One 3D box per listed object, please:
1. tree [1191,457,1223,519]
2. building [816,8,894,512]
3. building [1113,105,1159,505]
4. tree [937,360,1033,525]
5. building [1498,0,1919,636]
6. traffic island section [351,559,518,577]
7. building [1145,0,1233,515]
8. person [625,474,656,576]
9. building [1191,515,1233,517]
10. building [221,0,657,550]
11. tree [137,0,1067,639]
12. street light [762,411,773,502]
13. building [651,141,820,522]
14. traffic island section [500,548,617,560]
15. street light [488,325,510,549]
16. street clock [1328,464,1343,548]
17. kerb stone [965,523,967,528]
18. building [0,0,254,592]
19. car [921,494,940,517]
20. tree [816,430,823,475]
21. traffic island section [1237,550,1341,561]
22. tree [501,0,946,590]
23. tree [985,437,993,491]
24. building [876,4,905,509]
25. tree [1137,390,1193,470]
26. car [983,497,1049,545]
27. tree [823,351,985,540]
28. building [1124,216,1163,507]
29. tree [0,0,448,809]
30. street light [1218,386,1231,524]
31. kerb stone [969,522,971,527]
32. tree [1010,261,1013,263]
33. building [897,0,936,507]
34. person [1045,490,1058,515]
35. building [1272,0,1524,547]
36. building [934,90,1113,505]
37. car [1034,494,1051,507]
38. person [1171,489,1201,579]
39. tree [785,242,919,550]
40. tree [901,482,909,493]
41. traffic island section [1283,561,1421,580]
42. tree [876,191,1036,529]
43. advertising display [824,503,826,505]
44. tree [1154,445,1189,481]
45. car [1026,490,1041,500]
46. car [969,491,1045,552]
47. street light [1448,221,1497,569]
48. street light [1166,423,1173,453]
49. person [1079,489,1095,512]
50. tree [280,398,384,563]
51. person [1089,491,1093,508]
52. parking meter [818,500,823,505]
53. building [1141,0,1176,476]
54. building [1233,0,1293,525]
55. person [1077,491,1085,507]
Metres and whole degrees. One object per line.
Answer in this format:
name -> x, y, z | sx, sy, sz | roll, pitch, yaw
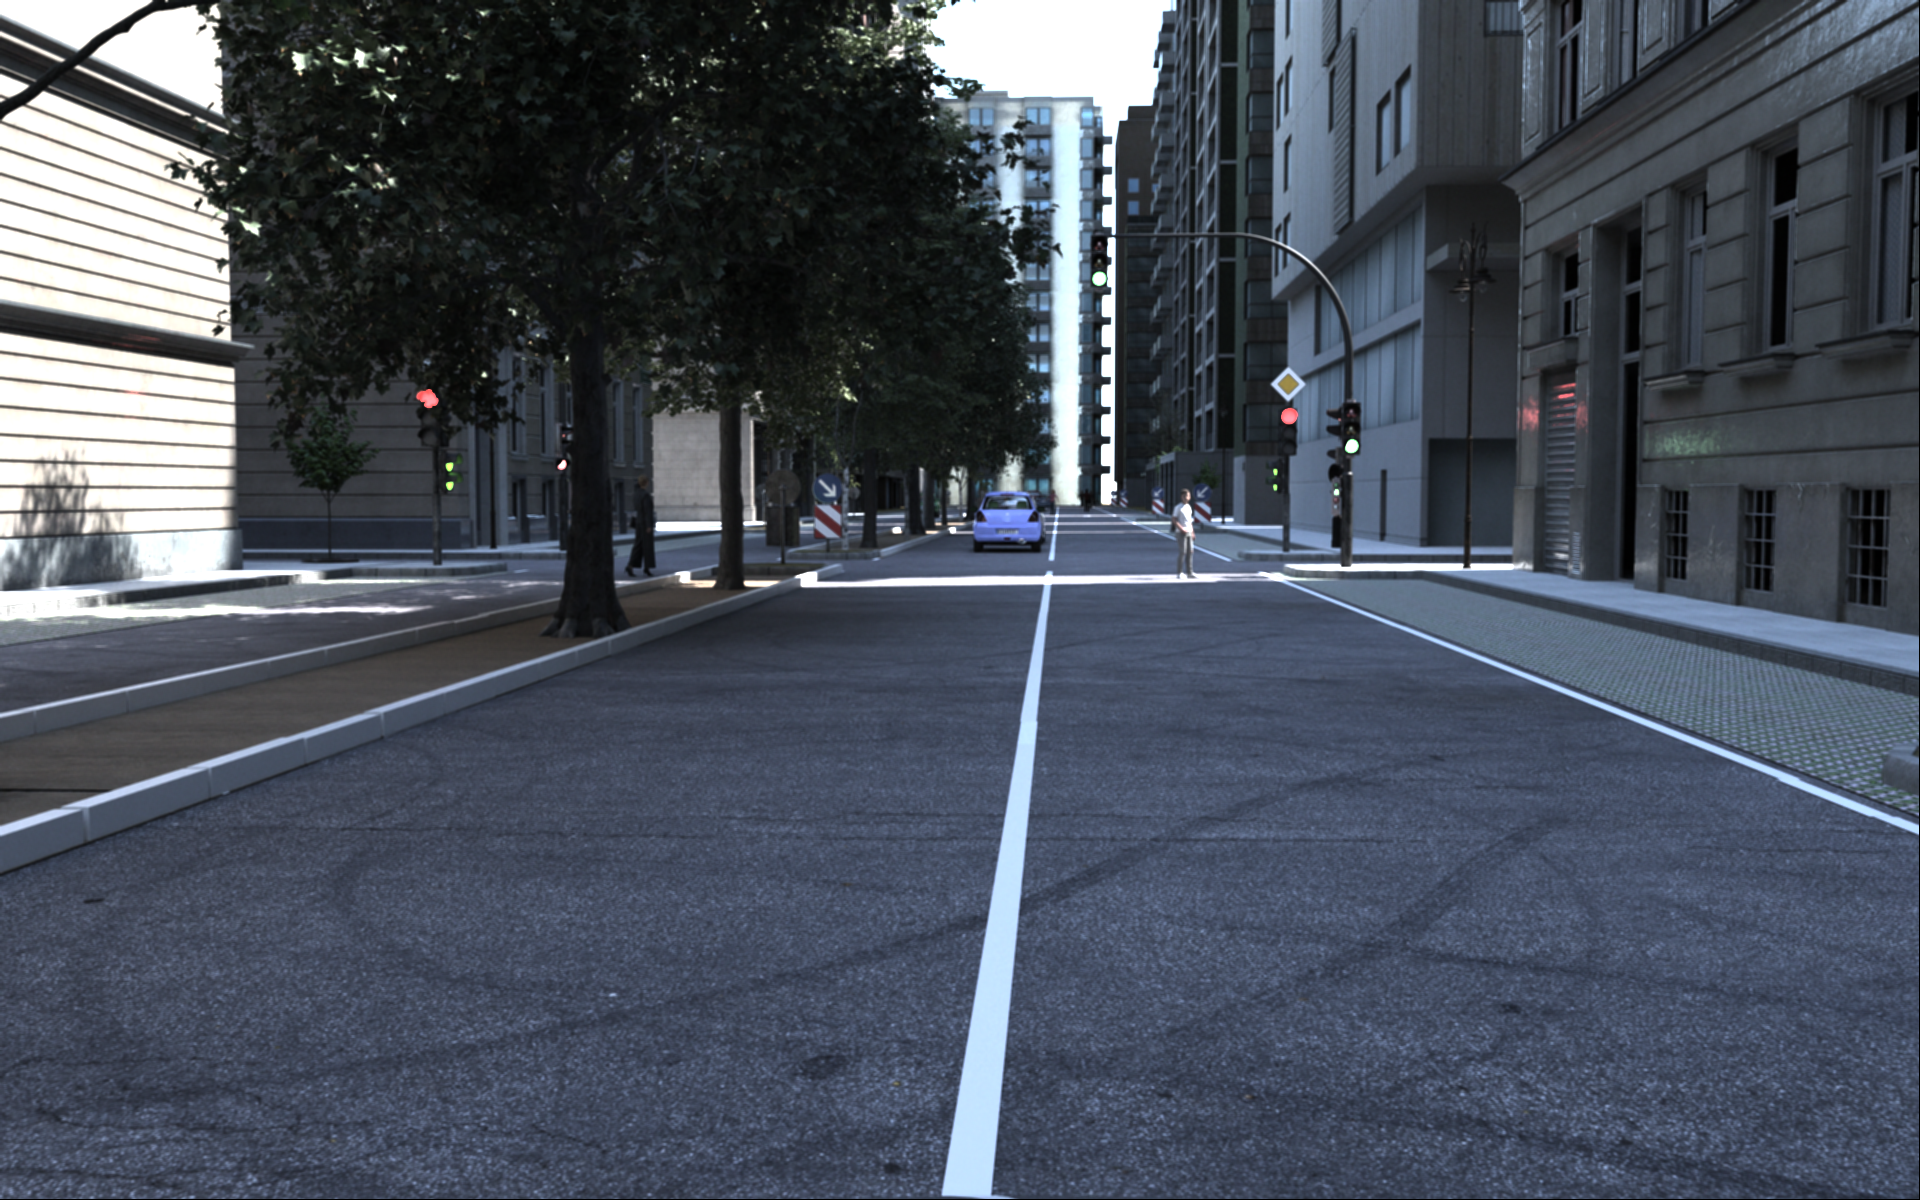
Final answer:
tree -> 12.794, -5.868, 90.545 | 1.663, 3.219, 1.824 | 0, 3, 0
building -> -16.677, -28.996, 128.708 | 22.147, 44.769, 28.867 | 0, 4, 3
building -> 25.307, -33.782, 202.449 | 14.200, 45.320, 14.600 | 0, 4, 3
tree -> -0.676, -8.771, 80.279 | 8.767, 10.594, 7.601 | 0, 4, 3
building -> 15.892, -11.075, 14.365 | 16.112, 22.955, 30.059 | 0, 4, 3
traffic island section -> -9.443, -0.549, 31.253 | 2.009, 0.180, 2.903 | 0, 4, 3
building -> 25.095, -42.410, 131.650 | 20.563, 71.187, 20.611 | 0, 4, 3
person -> -5.531, -1.299, 30.156 | 0.576, 1.772, 0.534 | 2, 4, 28
building -> 22.716, -40.529, 100.906 | 20.563, 71.187, 20.611 | 0, 4, 3
building -> -17.141, -16.095, 49.059 | 13.634, 28.700, 20.117 | 0, 4, 3
tree -> -3.742, -5.986, 17.331 | 9.611, 12.733, 9.660 | 0, 3, 0
street light -> -8.731, -6.483, 78.793 | 0.468, 5.910, 1.993 | 0, 4, 3
building -> -13.734, -13.975, 79.399 | 10.553, 20.767, 40.483 | 0, 4, 3
traffic island section -> -8.984, -1.036, 39.224 | 2.009, 0.180, 2.903 | 0, 4, 3
street light -> -10.943, -4.138, 40.445 | 0.468, 5.910, 1.993 | 0, 4, 3
street clock -> 9.011, -2.249, 41.344 | 0.358, 2.002, 0.471 | -1, 4, -22
kerb stone -> 0.088, -3.021, 71.587 | 0.120, 0.150, 1.000 | 0, 4, 3
building -> -29.364, -12.562, 24.467 | 34.723, 24.649, 14.460 | 0, 4, 3
car -> -2.178, -6.032, 107.425 | 1.959, 1.807, 4.718 | 0, 4, 2
tree -> -7.895, -9.833, 111.127 | 4.737, 8.622, 4.395 | 0, 3, 0
traffic island section -> 7.230, -0.979, 38.289 | 2.009, 0.180, 2.903 | 0, 4, 3
tree -> -3.510, -6.445, 25.968 | 7.486, 12.596, 7.792 | 0, 3, 0
tree -> 0.067, -8.180, 86.564 | 4.737, 8.622, 4.395 | 0, 3, 0
building -> -12.345, -30.584, 150.152 | 14.600, 45.320, 14.200 | 0, 4, 3
tree -> 14.532, -10.411, 120.588 | 4.360, 8.622, 3.978 | 0, 3, 0
car -> 1.538, -2.339, 50.612 | 2.083, 1.381, 4.827 | 0, 4, 4
tree -> -1.610, -6.122, 52.918 | 4.737, 8.622, 4.395 | 0, 3, 0
building -> 24.186, -25.049, 181.247 | 14.160, 30.474, 14.107 | 0, 4, 3
tree -> -4.812, -4.853, 7.557 | 9.928, 11.665, 9.643 | 0, 3, 0
street light -> 11.287, -6.195, 74.076 | 0.468, 5.910, 1.993 | 0, 4, 3
kerb stone -> 0.266, -3.209, 74.666 | 0.120, 0.150, 1.000 | 0, 4, 3
tree -> -2.481, -7.667, 45.947 | 7.486, 12.596, 7.792 | 0, 3, 0
building -> -13.578, -45.357, 179.845 | 20.611, 71.187, 20.563 | 0, 4, 3
person -> 6.202, -6.588, 116.935 | 1.217, 1.743, 0.721 | 3, 5, 45
building -> 23.987, -28.218, 50.611 | 27.495, 52.752, 28.713 | 0, 4, 3
building -> 2.915, -35.997, 208.157 | 30.456, 49.044, 23.786 | 0, 4, 3
car -> 7.979, -9.320, 164.379 | 2.014, 1.417, 4.499 | 0, 4, 3
person -> 3.810, -1.112, 29.278 | 0.523, 1.515, 0.503 | 1, 4, 13
tree -> -2.659, -5.336, 40.055 | 4.360, 8.622, 3.978 | 0, 3, 0
tree -> -4.524, -10.261, 162.375 | 1.663, 3.219, 1.824 | 0, 3, 0
traffic island section -> 6.771, -0.491, 30.317 | 2.009, 0.180, 2.903 | 0, 4, 3
tree -> -1.343, -9.882, 70.683 | 9.857, 13.997, 8.962 | 0, 3, 0
advertising display -> -7.302, -5.453, 94.373 | 0.123, 1.923, 0.974 | -1, 4, -11
tree -> 14.619, -8.079, 115.810 | 4.285, 4.588, 4.351 | 0, 3, 0
car -> 7.694, -10.558, 181.299 | 2.281, 1.827, 5.304 | 0, 4, 2
car -> 1.197, -2.097, 43.874 | 1.945, 1.707, 3.694 | 0, 4, 1
street light -> 8.721, -3.475, 29.611 | 0.468, 5.910, 1.993 | 0, 4, 3
street light -> 13.554, -8.525, 112.174 | 0.468, 5.910, 1.993 | 0, 4, 3
person -> 10.109, -7.919, 137.935 | 1.348, 1.831, 0.705 | 2, 4, 26
tree -> -12.001, -2.324, 32.595 | 1.663, 3.219, 1.824 | 0, 3, 0
person -> 12.952, -10.016, 172.970 | 0.721, 1.735, 1.217 | 3, 5, 41
parking meter -> -9.101, -6.411, 113.236 | 0.372, 1.533, 0.369 | 0, 3, 0
building -> 28.974, -32.927, 157.967 | 23.786, 49.044, 30.456 | 0, 4, 3
building -> 19.154, -18.673, 76.999 | 14.160, 30.474, 14.107 | 0, 4, 3
person -> 13.584, -11.296, 193.215 | 0.705, 1.821, 1.348 | -2, 4, -32
